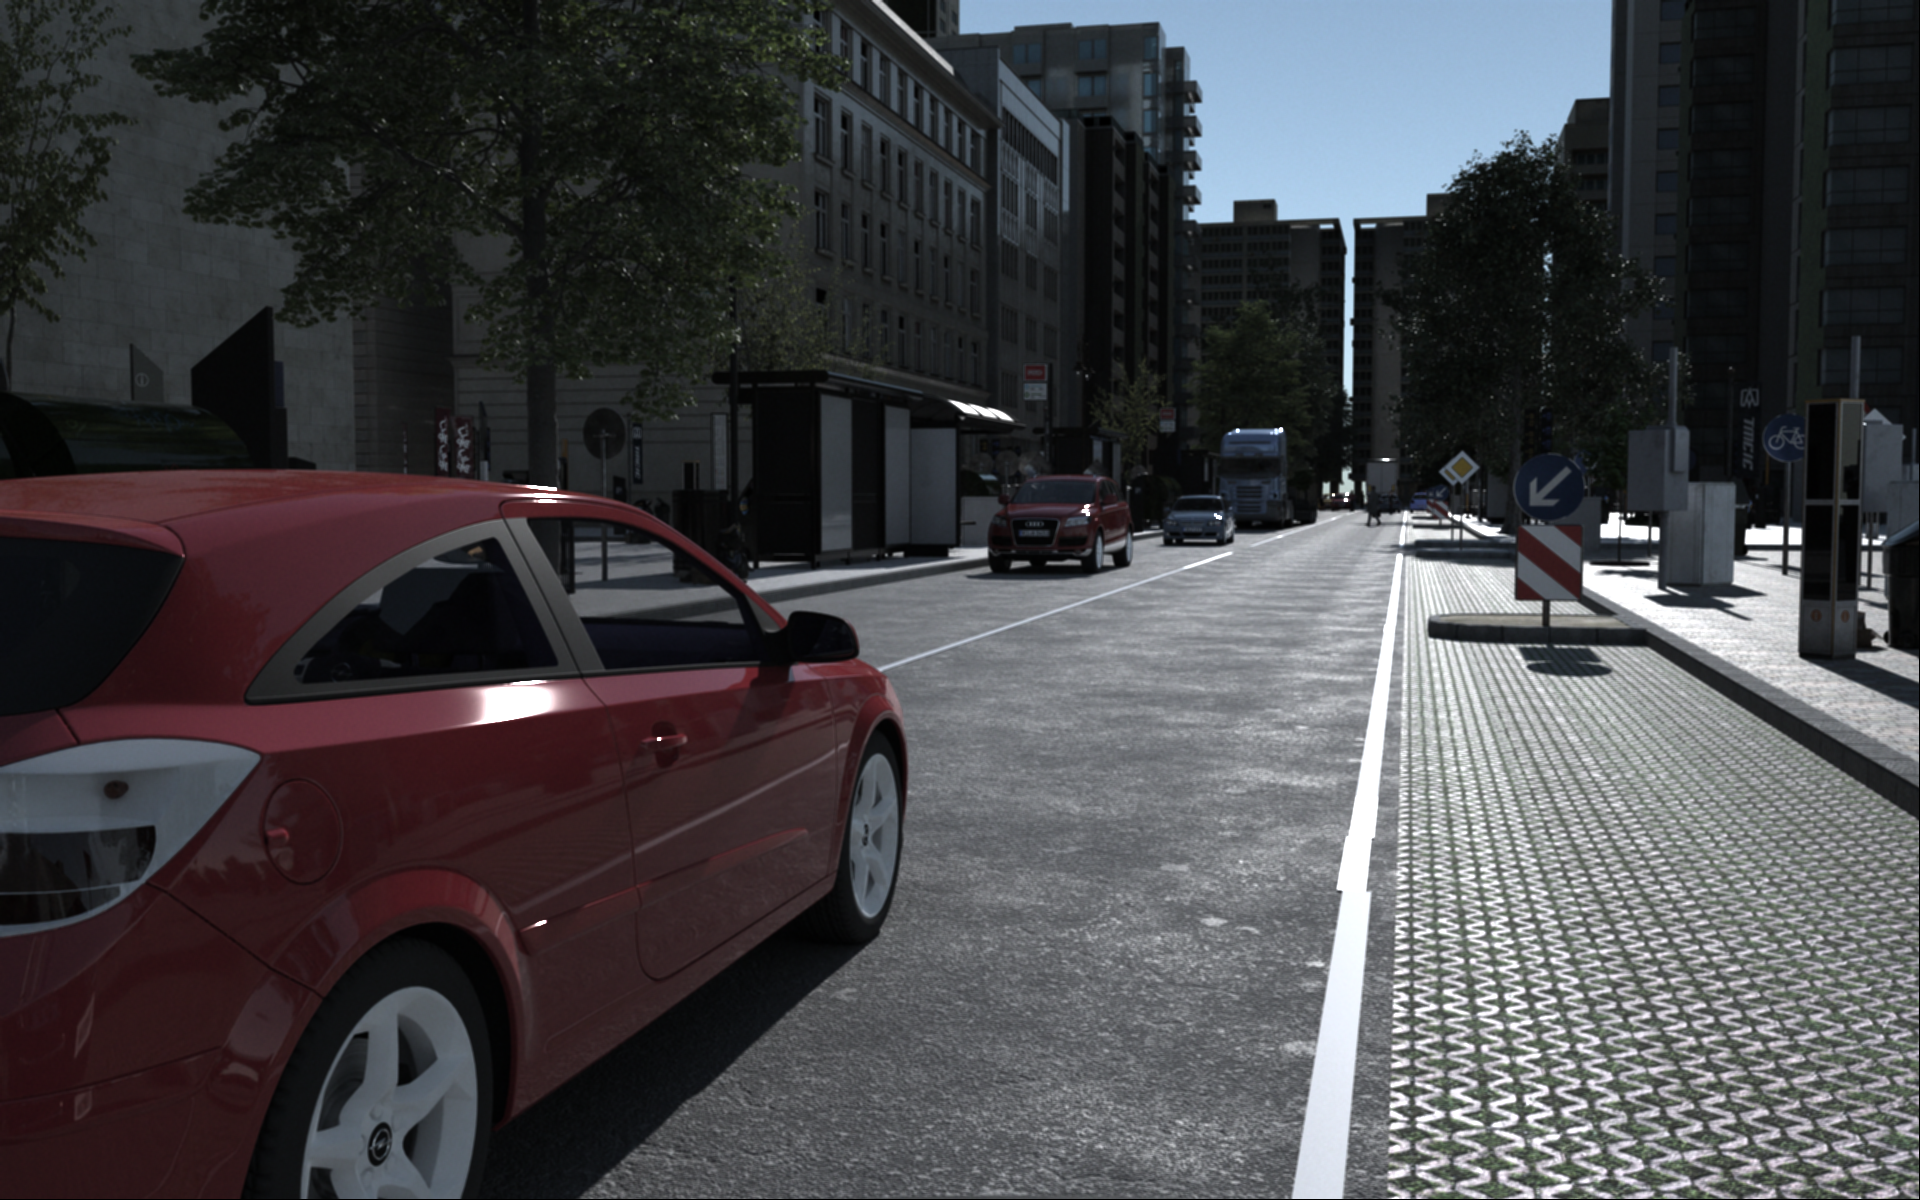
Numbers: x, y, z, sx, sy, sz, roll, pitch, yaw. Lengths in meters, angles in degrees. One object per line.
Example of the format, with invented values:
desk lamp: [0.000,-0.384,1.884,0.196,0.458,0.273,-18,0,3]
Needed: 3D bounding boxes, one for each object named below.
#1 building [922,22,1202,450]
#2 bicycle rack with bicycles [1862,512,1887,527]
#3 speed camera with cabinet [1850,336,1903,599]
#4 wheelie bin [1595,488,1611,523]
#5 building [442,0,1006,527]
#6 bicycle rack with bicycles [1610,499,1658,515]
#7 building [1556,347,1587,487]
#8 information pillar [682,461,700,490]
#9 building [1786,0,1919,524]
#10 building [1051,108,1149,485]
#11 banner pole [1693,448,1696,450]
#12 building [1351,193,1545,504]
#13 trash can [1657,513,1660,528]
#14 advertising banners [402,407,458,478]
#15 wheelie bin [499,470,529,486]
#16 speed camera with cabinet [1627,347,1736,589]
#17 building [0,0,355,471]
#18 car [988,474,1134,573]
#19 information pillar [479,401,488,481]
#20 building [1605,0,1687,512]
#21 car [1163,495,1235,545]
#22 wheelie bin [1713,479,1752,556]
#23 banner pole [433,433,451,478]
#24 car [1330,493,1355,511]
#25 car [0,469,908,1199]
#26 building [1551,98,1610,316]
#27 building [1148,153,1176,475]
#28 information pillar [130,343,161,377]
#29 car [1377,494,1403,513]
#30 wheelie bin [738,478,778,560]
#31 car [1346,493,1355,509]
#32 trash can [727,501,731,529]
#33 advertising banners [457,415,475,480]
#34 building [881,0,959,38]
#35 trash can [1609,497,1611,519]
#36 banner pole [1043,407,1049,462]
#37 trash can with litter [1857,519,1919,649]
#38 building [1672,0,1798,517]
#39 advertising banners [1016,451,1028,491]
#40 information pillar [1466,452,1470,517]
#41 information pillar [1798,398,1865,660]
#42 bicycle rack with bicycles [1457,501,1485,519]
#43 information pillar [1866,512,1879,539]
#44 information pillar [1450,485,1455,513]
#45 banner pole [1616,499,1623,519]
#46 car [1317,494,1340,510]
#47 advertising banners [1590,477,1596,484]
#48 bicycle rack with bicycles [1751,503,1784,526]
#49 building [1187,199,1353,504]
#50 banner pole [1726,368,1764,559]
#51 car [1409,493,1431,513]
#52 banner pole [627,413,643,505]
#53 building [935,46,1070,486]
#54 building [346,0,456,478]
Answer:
building: [9.202,-34.273,179.973,30.456,49.044,23.786,1,4,14]
bicycle rack with bicycles: [34.776,-3.321,67.687,2.925,0.926,2.852,-2,4,-27]
speed camera with cabinet: [11.535,-1.639,21.138,0.660,3.252,2.038,-1,4,-12]
wheelie bin: [28.016,-4.154,75.818,0.693,1.594,0.980,-3,5,-40]
building: [-9.158,-15.032,79.053,16.112,22.955,30.059,1,4,14]
bicycle rack with bicycles: [44.222,-6.185,114.508,2.852,0.926,2.925,0,4,0]
building: [71.412,-19.415,162.473,27.650,21.520,28.899,1,4,14]
information pillar: [-5.948,-2.072,38.371,0.304,2.012,0.304,1,4,12]
building: [45.399,-24.126,78.057,14.154,41.232,14.086,1,4,14]
building: [6.224,-22.150,133.859,14.160,30.474,14.107,1,4,14]
banner pole: [34.787,-5.657,82.513,0.401,3.779,0.863,-1,4,-13]
building: [63.418,-32.688,226.324,23.993,40.220,32.217,1,4,14]
trash can: [25.636,-3.132,62.855,0.748,1.137,0.748,0,3,0]
advertising banners: [-10.647,-2.324,34.192,0.090,3.025,2.074,1,4,19]
wheelie bin: [-5.774,-0.904,22.690,0.980,1.594,0.693,3,5,43]
speed camera with cabinet: [10.025,-1.816,24.027,2.038,3.252,0.660,-3,5,-40]
building: [-21.470,-10.781,31.028,16.860,20.320,10.420,1,4,14]
car: [2.000,-1.495,33.113,2.281,1.827,5.304,1,4,15]
information pillar: [-11.955,-3.189,43.491,0.183,3.616,0.504,-2,4,-29]
building: [61.586,-36.235,134.440,21.231,58.520,28.212,1,4,14]
car: [6.945,-2.327,50.054,2.014,1.417,4.499,1,4,14]
wheelie bin: [16.035,-1.735,36.279,0.980,1.594,0.693,0,4,-7]
banner pole: [-21.144,-4.931,70.633,0.863,3.779,0.401,0,4,-7]
car: [32.321,-8.396,146.314,2.155,1.783,4.494,1,4,14]
car: [-1.437,0.278,4.496,2.155,1.783,4.494,1,4,14]
building: [84.361,-36.089,213.752,21.600,48.544,21.300,1,4,14]
building: [10.364,-22.975,147.335,14.160,30.474,14.107,1,4,14]
information pillar: [-12.724,-2.189,27.150,0.183,3.616,0.504,3,5,39]
car: [33.029,-7.415,133.240,2.014,1.417,4.499,1,4,15]
wheelie bin: [-3.920,-1.579,33.722,0.693,1.594,0.980,1,4,16]
car: [36.621,-9.484,164.651,1.945,1.707,3.694,1,4,16]
trash can: [-5.128,-1.540,36.830,0.748,1.137,0.748,0,3,0]
advertising banners: [-10.348,-2.606,38.790,2.074,3.025,0.090,-2,4,-27]
building: [-12.551,-48.935,238.331,20.611,71.187,20.563,1,4,14]
trash can: [31.657,-4.501,85.248,0.748,1.137,0.748,0,3,0]
banner pole: [2.495,-3.663,49.910,0.401,3.779,0.863,0,4,-7]
trash can with litter: [7.764,-0.187,14.438,1.055,1.170,0.624,1,4,12]
building: [48.676,-20.099,100.320,14.160,30.474,14.107,1,4,14]
advertising banners: [2.403,-4.548,70.543,0.090,3.025,2.074,-2,4,-27]
information pillar: [27.954,-6.359,95.324,0.183,3.616,0.504,1,4,23]
information pillar: [6.791,-0.551,13.503,0.304,2.012,0.304,-2,4,-28]
bicycle rack with bicycles: [27.278,-4.694,90.132,2.925,0.926,2.852,0,4,-1]
information pillar: [26.151,-2.759,49.594,0.304,2.012,0.304,2,4,35]
information pillar: [33.020,-6.824,116.058,0.304,2.012,0.304,1,4,20]
banner pole: [34.729,-6.157,90.677,0.863,3.779,0.401,-3,5,-45]
car: [32.505,-8.702,152.503,2.015,1.641,3.980,1,4,16]
advertising banners: [34.535,-6.134,96.476,2.074,3.025,0.090,0,4,5]
bicycle rack with bicycles: [32.167,-3.495,70.517,2.925,0.926,2.852,0,4,-5]
building: [39.136,-33.014,231.657,23.993,40.220,32.217,1,4,14]
banner pole: [15.400,-2.701,34.184,0.401,3.779,0.863,-3,4,-37]
car: [35.004,-7.445,131.319,1.945,1.707,3.694,1,4,15]
banner pole: [-10.071,-3.887,53.566,0.401,3.779,0.863,2,4,29]
building: [-1.336,-17.422,102.869,12.078,24.808,19.932,1,4,14]
building: [-33.216,-17.048,75.991,25.104,27.353,12.463,1,4,14]
